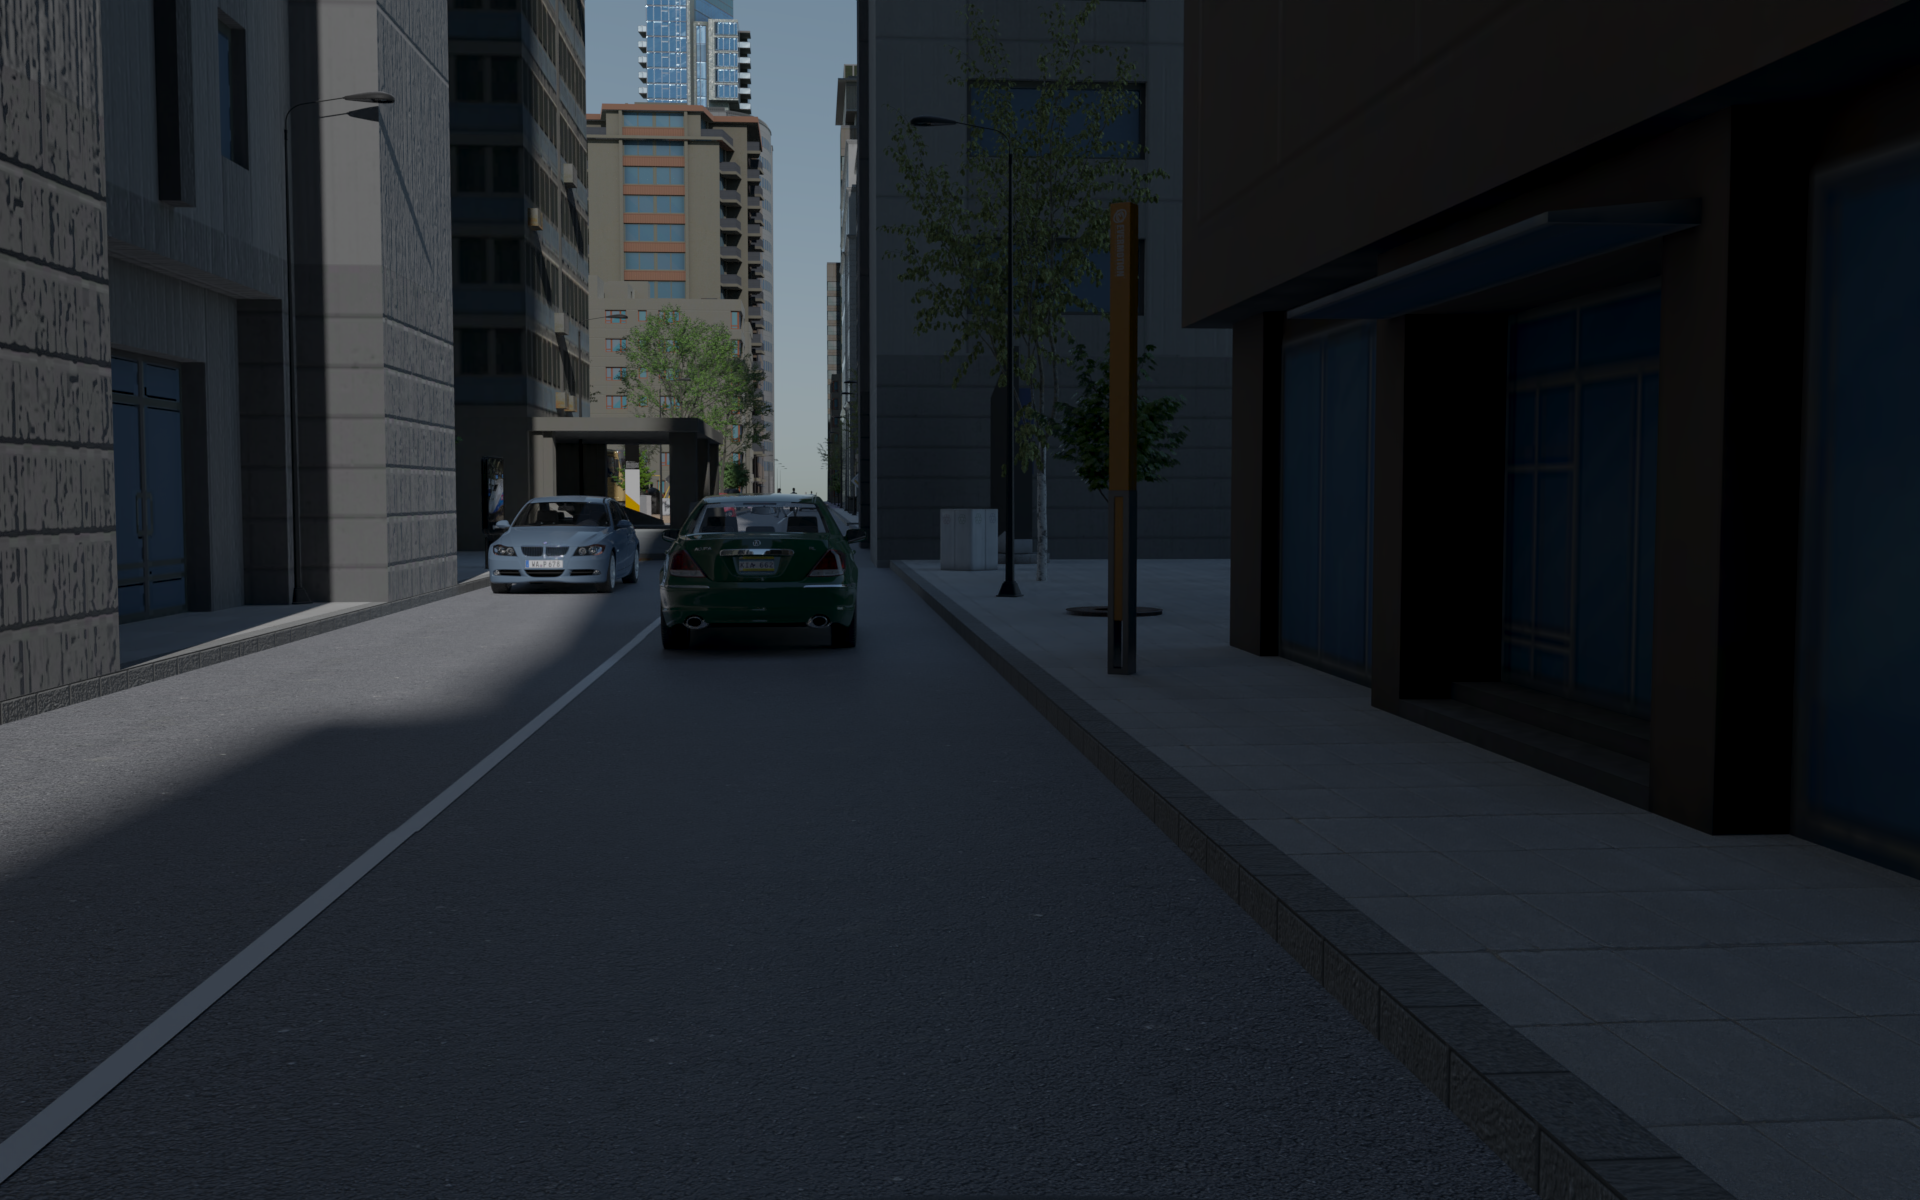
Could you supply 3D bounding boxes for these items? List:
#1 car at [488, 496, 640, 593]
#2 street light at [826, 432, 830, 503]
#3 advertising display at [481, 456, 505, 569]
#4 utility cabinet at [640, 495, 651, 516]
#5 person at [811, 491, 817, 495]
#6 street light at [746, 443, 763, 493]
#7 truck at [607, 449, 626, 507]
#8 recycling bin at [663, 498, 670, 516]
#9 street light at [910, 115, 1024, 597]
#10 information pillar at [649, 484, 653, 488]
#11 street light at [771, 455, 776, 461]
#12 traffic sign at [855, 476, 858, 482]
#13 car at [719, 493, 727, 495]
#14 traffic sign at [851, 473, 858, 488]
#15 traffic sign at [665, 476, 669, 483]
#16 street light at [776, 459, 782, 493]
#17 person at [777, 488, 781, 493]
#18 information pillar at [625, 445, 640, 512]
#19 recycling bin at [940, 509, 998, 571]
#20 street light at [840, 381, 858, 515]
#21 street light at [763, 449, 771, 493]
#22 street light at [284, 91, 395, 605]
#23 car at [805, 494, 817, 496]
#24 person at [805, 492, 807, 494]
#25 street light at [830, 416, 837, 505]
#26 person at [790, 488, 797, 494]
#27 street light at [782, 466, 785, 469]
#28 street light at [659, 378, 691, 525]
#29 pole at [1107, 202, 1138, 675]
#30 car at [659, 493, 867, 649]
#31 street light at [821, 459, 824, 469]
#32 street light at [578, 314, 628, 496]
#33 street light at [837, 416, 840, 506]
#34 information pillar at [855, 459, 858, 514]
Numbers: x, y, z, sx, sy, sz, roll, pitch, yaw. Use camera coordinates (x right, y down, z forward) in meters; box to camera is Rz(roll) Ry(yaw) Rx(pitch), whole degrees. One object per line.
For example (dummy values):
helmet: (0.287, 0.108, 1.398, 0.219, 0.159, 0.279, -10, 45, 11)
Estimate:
car: (-5.978, -0.889, 26.541, 2.014, 1.417, 4.499, 0, 4, -3)
street light: (-9.062, -9.585, 129.254, 1.470, 5.913, 1.316, 0, 4, -5)
advertising display: (-8.101, -1.520, 30.068, 0.123, 1.923, 0.974, 0, 4, 2)
utility cabinet: (-16.738, -4.946, 92.036, 0.306, 1.237, 1.020, -2, 4, -34)
person: (-13.216, -8.983, 156.172, 0.742, 1.727, 0.445, 0, 4, 6)
street light: (-18.548, -11.134, 154.582, 1.470, 5.913, 1.316, 0, 4, -5)
truck: (-18.085, -4.760, 73.750, 9.791, 3.379, 3.469, 0, 4, -3)
recycling bin: (-17.478, -5.591, 103.967, 0.722, 1.027, 0.722, 0, 4, 3)
street light: (0.085, -2.992, 21.463, 1.470, 5.913, 1.316, 0, 4, -5)
information pillar: (-20.139, -6.612, 112.591, 0.304, 2.012, 0.304, 3, 5, 42)
street light: (-22.724, -14.173, 204.269, 1.470, 5.913, 1.316, 0, 4, -5)
traffic sign: (-3.932, -4.128, 71.131, 0.795, 2.450, 0.064, 0, 4, -5)
car: (-9.204, -3.373, 64.187, 2.155, 1.783, 4.494, 0, 4, -7)
traffic sign: (-4.604, -4.614, 79.088, 0.795, 2.450, 0.064, 0, 4, -5)
traffic sign: (-11.601, -4.090, 70.507, 0.795, 2.450, 0.064, 0, 4, -5)
street light: (-25.549, -16.204, 237.475, 1.470, 5.913, 1.316, 0, 4, -5)
person: (-10.792, -5.835, 104.180, 0.850, 1.792, 0.678, 0, 4, -1)
information pillar: (-11.045, -4.105, 58.465, 0.504, 3.616, 0.183, -1, 4, -14)
recycling bin: (0.154, -1.020, 29.232, 0.722, 1.027, 0.722, 3, 5, 41)
street light: (-4.057, -6.026, 71.071, 1.470, 5.913, 1.316, 0, 4, -5)
street light: (-20.676, -12.665, 179.607, 1.470, 5.913, 1.316, 0, 4, -5)
street light: (-7.221, -2.909, 20.102, 1.470, 5.913, 1.316, 0, 4, -5)
car: (-12.575, -8.111, 144.615, 2.014, 1.417, 4.499, 0, 4, -5)
person: (-21.194, -14.065, 239.197, 0.721, 1.736, 1.217, 1, 4, 12)
street light: (-6.878, -8.017, 103.616, 1.470, 5.913, 1.316, 0, 4, -5)
person: (-10.297, -6.061, 107.557, 0.622, 1.834, 0.822, 1, 4, 9)
street light: (-27.633, -17.712, 262.135, 1.470, 5.913, 1.316, 0, 4, -5)
street light: (-11.449, -5.925, 69.417, 1.470, 5.913, 1.316, 0, 4, -5)
pole: (1.155, -1.126, 12.261, 0.158, 3.312, 0.155, 0, 3, 0)
car: (-1.984, -0.349, 17.509, 2.131, 1.459, 4.920, 0, 4, -5)
street light: (-15.406, -14.251, 205.549, 1.470, 5.913, 1.316, 0, 4, -5)
street light: (-9.256, -4.417, 44.766, 1.470, 5.913, 1.316, 0, 4, -5)
street light: (-4.728, -6.509, 78.962, 1.470, 5.913, 1.316, 0, 4, -5)
information pillar: (-6.879, -7.523, 114.362, 0.183, 3.616, 0.504, 0, 4, -7)
